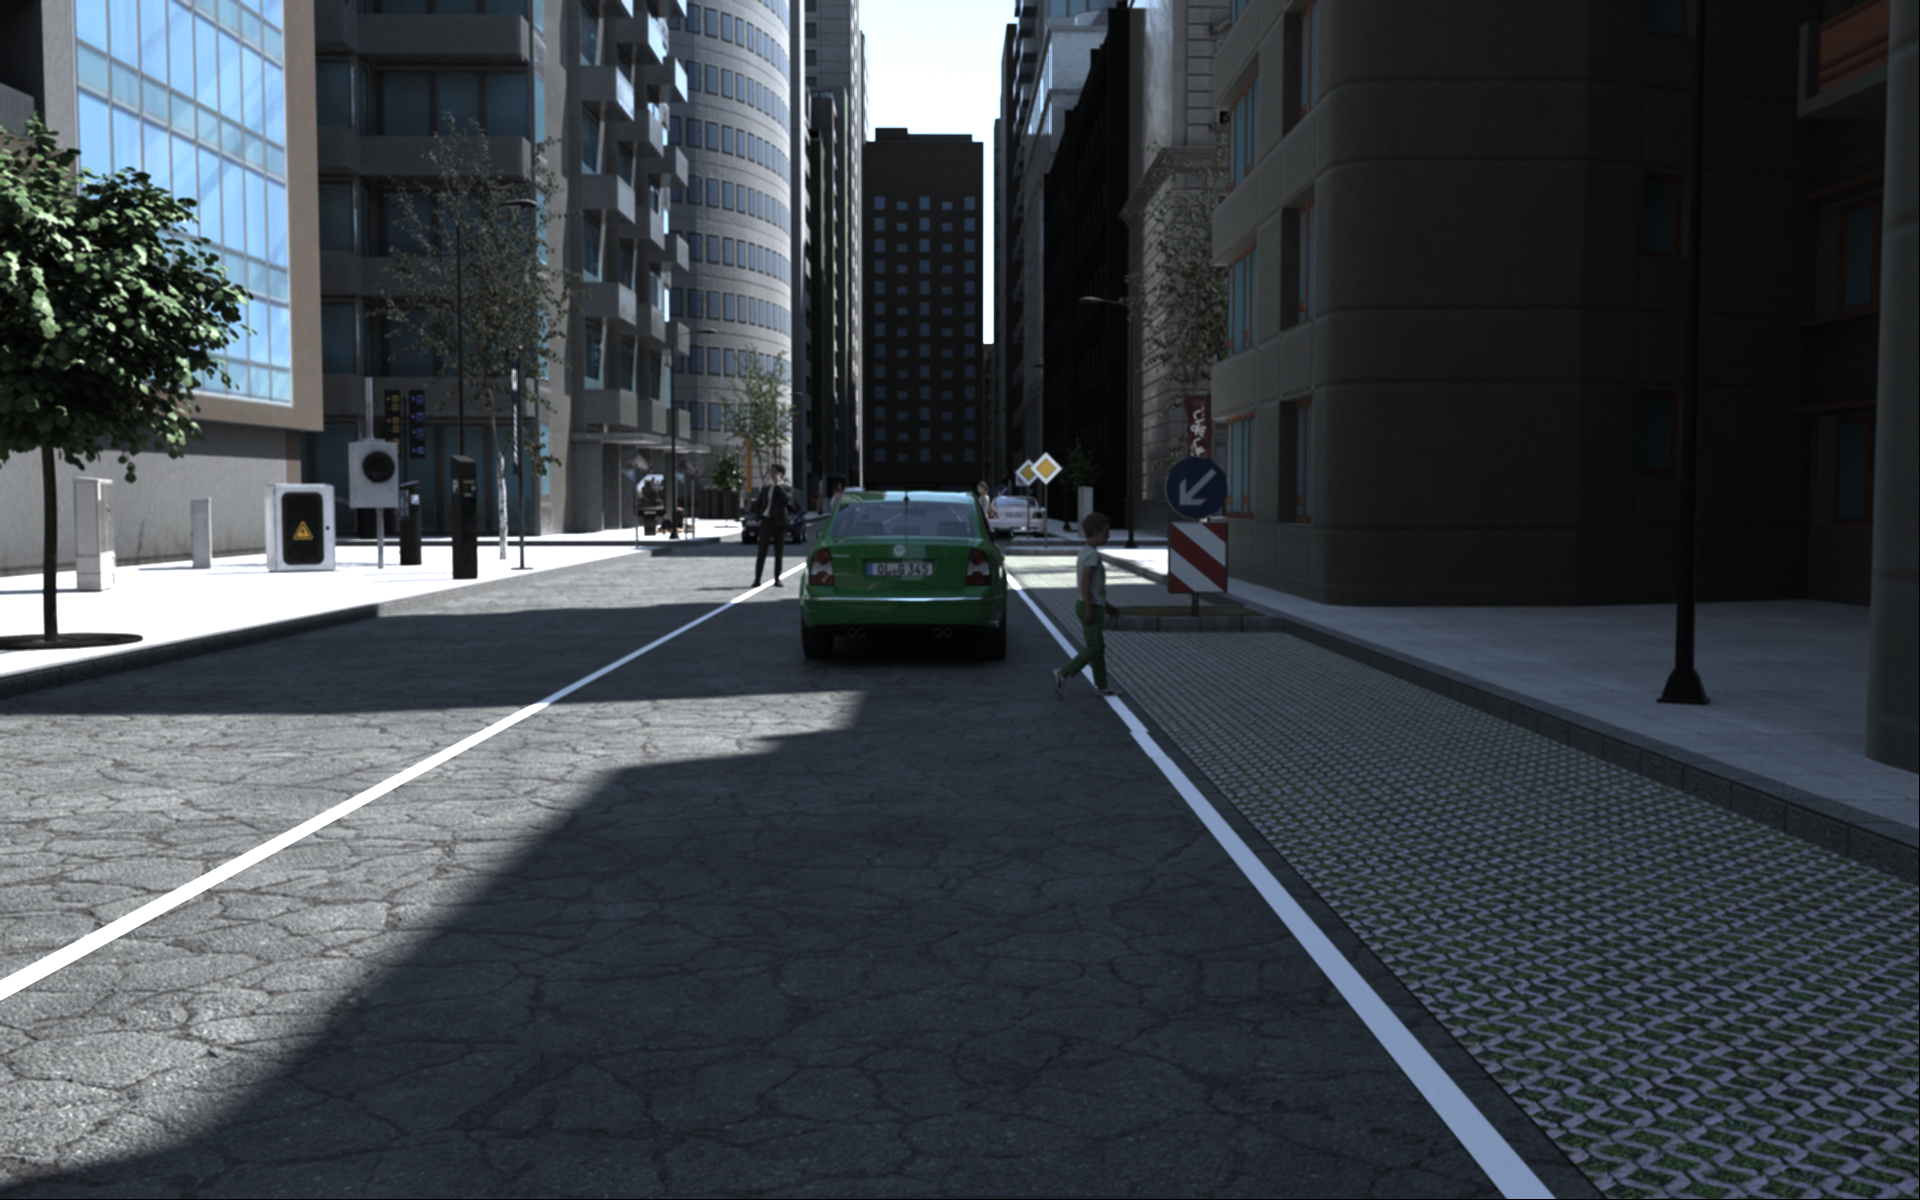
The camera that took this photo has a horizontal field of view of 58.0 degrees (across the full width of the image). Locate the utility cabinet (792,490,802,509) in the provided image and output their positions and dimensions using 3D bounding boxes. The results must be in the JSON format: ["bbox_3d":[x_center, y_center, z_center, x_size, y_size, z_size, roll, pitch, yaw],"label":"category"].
[{"bbox_3d":[-8.330,-4.792,87.024,0.318,1.500,1.173,1,4,22],"label":"utility cabinet"}]

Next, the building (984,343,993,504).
[{"bbox_3d":[17.518,-23.114,222.953,28.899,21.520,27.650,0,4,-1],"label":"building"}]

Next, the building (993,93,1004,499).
[{"bbox_3d":[10.993,-30.214,177.586,14.154,41.232,14.086,0,4,-1],"label":"building"}]

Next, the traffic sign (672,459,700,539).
[{"bbox_3d":[-7.754,-2.774,48.994,0.795,2.450,0.064,0,4,-1],"label":"traffic sign"}]

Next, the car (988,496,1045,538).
[{"bbox_3d":[1.670,-2.526,53.661,2.083,1.381,4.827,0,4,1],"label":"car"}]

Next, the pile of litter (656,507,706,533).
[{"bbox_3d":[-9.254,-2.648,57.264,1.719,0.858,1.176,0,4,-3],"label":"pile of litter"}]

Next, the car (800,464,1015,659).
[{"bbox_3d":[-0.451,-0.467,16.433,1.959,1.807,4.718,0,4,1],"label":"car"}]

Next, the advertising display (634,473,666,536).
[{"bbox_3d":[-9.543,-2.941,53.302,0.974,1.923,0.123,0,4,1],"label":"advertising display"}]

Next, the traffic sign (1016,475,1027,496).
[{"bbox_3d":[3.220,-5.442,91.114,0.606,2.300,0.079,0,4,4],"label":"traffic sign"}]

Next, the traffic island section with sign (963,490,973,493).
[{"bbox_3d":[1.322,-5.667,101.283,1.989,1.847,2.006,0,4,-1],"label":"traffic island section with sign"}]

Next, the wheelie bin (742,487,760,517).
[{"bbox_3d":[-9.775,-4.484,81.229,0.980,1.594,0.693,-2,4,-30],"label":"wheelie bin"}]

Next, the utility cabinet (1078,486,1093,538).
[{"bbox_3d":[3.671,-2.560,50.536,0.318,1.500,1.173,0,4,-3],"label":"utility cabinet"}]

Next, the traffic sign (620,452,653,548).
[{"bbox_3d":[-7.656,-2.285,41.009,0.795,2.450,0.064,0,4,-1],"label":"traffic sign"}]

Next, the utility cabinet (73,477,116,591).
[{"bbox_3d":[-11.548,-0.885,23.148,0.318,1.500,1.173,-1,4,-18],"label":"utility cabinet"}]

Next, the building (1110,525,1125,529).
[{"bbox_3d":[11.340,-14.700,70.024,12.332,23.373,15.834,0,4,-1],"label":"building"}]

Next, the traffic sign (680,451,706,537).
[{"bbox_3d":[-7.889,-3.123,51.167,0.768,2.556,0.104,0,4,6],"label":"traffic sign"}]

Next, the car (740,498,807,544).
[{"bbox_3d":[-5.444,-2.343,50.891,1.945,1.354,3.894,0,4,-2],"label":"car"}]

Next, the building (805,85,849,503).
[{"bbox_3d":[-18.263,-29.673,168.741,14.154,41.232,14.086,0,4,-1],"label":"building"}]

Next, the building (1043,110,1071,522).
[{"bbox_3d":[10.786,-15.698,86.340,12.332,23.373,15.834,0,4,-1],"label":"building"}]

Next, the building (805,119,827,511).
[{"bbox_3d":[-17.657,-21.979,131.056,14.160,30.474,14.107,0,4,-1],"label":"building"}]

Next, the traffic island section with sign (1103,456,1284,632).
[{"bbox_3d":[2.349,-0.621,18.789,1.989,1.847,2.006,0,4,-1],"label":"traffic island section with sign"}]

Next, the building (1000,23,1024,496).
[{"bbox_3d":[10.959,-31.383,163.229,14.600,45.320,14.200,0,4,-1],"label":"building"}]

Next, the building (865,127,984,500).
[{"bbox_3d":[-4.321,-34.532,214.707,14.200,45.320,14.600,0,4,-1],"label":"building"}]

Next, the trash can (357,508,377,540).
[{"bbox_3d":[-16.713,-2.281,48.946,0.748,1.137,0.748,0,3,0],"label":"trash can"}]

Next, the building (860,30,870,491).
[{"bbox_3d":[-25.585,-41.398,218.848,28.212,58.520,21.231,0,4,-1],"label":"building"}]

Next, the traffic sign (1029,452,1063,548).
[{"bbox_3d":[2.038,-2.292,41.108,0.795,2.450,0.064,0,4,-1],"label":"traffic sign"}]

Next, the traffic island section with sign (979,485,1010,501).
[{"bbox_3d":[1.673,-4.006,74.133,1.989,1.847,2.006,0,4,-1],"label":"traffic island section with sign"}]

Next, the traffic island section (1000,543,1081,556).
[{"bbox_3d":[2.062,-1.156,41.186,2.009,0.180,2.903,0,4,-1],"label":"traffic island section"}]

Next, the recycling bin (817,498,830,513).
[{"bbox_3d":[-9.263,-6.430,117.682,0.722,1.027,0.722,1,4,17],"label":"recycling bin"}]

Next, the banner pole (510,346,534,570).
[{"bbox_3d":[-7.434,-2.391,29.109,0.401,3.779,0.863,0,4,-3],"label":"banner pole"}]

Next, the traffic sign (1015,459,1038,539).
[{"bbox_3d":[1.939,-2.780,49.093,0.795,2.450,0.064,0,4,-1],"label":"traffic sign"}]

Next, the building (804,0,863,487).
[{"bbox_3d":[-21.407,-45.838,187.709,20.611,71.187,20.563,0,4,-1],"label":"building"}]

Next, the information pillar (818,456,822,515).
[{"bbox_3d":[-8.500,-6.978,105.451,0.183,3.616,0.504,-1,4,-16],"label":"information pillar"}]

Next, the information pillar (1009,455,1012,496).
[{"bbox_3d":[2.985,-6.815,102.783,0.183,3.616,0.504,1,4,19],"label":"information pillar"}]

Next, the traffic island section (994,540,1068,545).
[{"bbox_3d":[1.963,-1.645,49.170,2.009,0.180,2.903,0,4,-1],"label":"traffic island section"}]

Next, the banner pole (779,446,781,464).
[{"bbox_3d":[-9.190,-6.030,88.605,0.401,3.779,0.863,-1,4,-10],"label":"banner pole"}]

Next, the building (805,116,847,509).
[{"bbox_3d":[-26.273,-27.999,149.668,32.217,40.220,23.993,0,4,-1],"label":"building"}]

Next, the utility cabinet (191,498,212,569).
[{"bbox_3d":[-13.119,-1.149,29.943,0.306,1.237,1.020,-1,4,-22],"label":"utility cabinet"}]

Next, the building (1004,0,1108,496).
[{"bbox_3d":[15.773,-31.883,140.887,23.786,49.044,30.456,0,4,-1],"label":"building"}]
